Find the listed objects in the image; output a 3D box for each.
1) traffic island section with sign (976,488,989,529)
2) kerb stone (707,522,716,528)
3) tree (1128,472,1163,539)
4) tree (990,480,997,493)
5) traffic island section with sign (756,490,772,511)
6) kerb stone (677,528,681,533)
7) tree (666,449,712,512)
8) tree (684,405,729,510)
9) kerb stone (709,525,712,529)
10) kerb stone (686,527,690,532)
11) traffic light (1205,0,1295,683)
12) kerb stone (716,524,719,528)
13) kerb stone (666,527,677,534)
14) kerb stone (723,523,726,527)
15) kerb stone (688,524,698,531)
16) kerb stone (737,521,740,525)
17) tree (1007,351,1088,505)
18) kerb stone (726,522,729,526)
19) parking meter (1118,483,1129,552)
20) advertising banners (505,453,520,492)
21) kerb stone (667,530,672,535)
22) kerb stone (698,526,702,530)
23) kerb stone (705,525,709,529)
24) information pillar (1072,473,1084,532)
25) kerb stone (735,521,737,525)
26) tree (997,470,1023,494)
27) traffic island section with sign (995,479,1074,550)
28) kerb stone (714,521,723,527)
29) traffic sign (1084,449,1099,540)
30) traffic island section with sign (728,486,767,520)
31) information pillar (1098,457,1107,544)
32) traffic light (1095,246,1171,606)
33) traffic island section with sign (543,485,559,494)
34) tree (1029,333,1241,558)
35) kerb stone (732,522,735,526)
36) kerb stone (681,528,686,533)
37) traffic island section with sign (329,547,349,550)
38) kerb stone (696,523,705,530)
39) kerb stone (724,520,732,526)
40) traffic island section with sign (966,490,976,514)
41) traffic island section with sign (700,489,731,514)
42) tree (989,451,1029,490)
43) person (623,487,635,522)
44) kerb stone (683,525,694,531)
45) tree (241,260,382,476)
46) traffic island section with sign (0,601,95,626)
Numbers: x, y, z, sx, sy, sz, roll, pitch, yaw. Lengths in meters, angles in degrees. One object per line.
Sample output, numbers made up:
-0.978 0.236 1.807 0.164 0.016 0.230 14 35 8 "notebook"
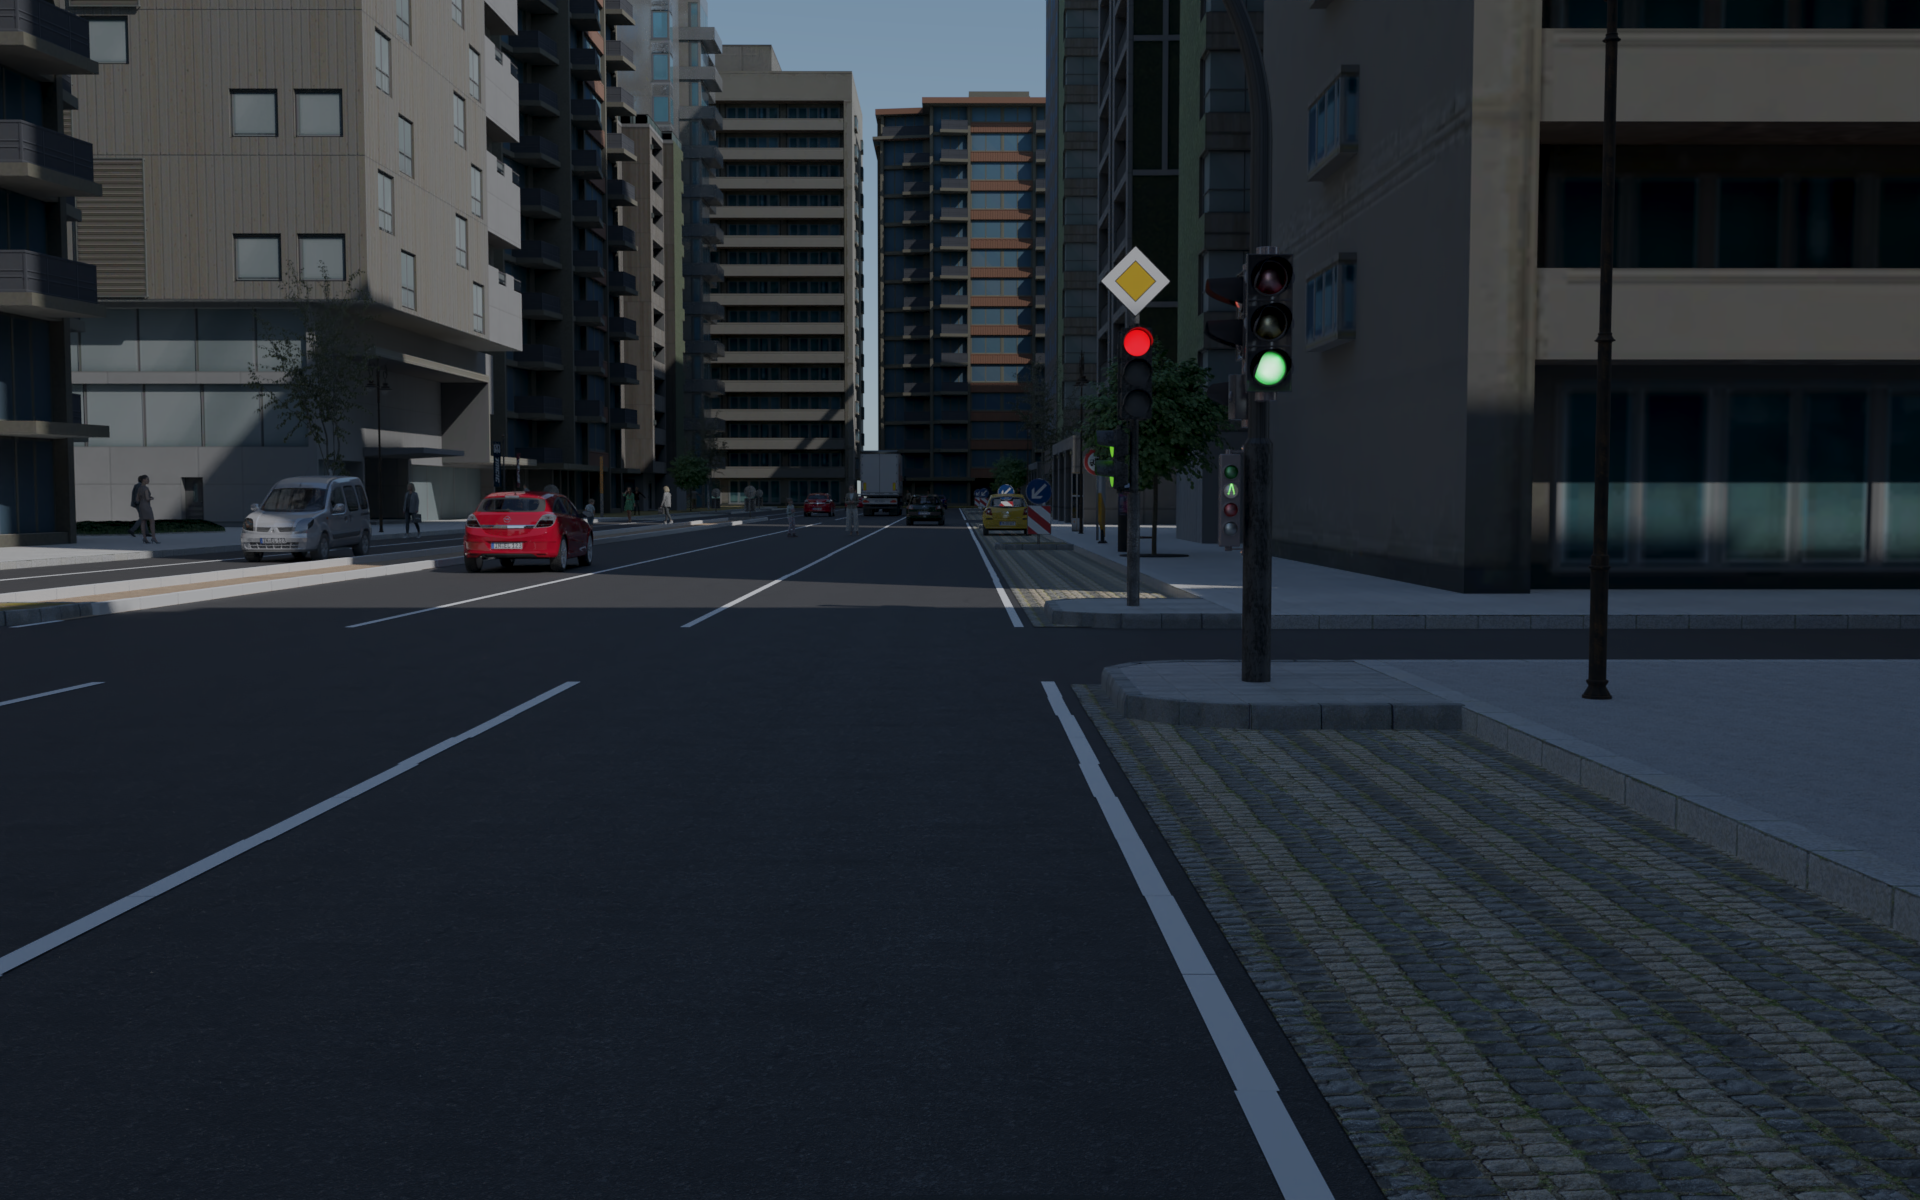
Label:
1.783 -3.868 71.864 1.989 1.847 2.006 0 4 0 "traffic island section with sign"
-10.408 -3.057 72.172 0.120 0.150 1.000 0 4 0 "kerb stone"
5.126 -3.389 50.014 1.663 3.219 1.824 0 3 0 "tree"
3.491 -10.086 159.501 1.663 3.219 1.824 0 3 0 "tree"
-17.379 -8.658 150.189 1.989 1.847 2.006 0 4 0 "traffic island section with sign"
-10.364 -2.492 62.942 0.120 0.150 1.000 0 4 0 "kerb stone"
-19.870 -8.774 127.173 4.285 4.588 4.351 0 3 0 "tree"
-20.837 -11.777 142.911 4.360 8.622 3.978 0 3 0 "tree"
-10.404 -2.990 71.150 0.120 0.150 1.000 0 4 0 "kerb stone"
-10.379 -2.616 65.009 0.120 0.150 1.000 0 4 0 "kerb stone"
-0.086 -2.261 11.641 4.771 5.953 1.251 0 4 0 "traffic light"
-10.403 -3.119 73.197 0.120 0.150 1.000 0 4 0 "kerb stone"
-10.360 -2.429 61.917 0.120 0.150 1.000 0 4 0 "kerb stone"
-10.423 -3.244 75.242 0.120 0.150 1.000 0 4 0 "kerb stone"
-10.377 -2.743 67.056 0.120 0.150 1.000 0 4 0 "kerb stone"
-10.442 -3.558 80.376 0.120 0.150 1.000 0 4 0 "kerb stone"
4.603 -8.533 89.883 4.360 8.622 3.978 0 3 0 "tree"
-10.424 -3.307 76.269 0.120 0.150 1.000 0 4 0 "kerb stone"
3.689 -1.837 38.442 0.372 1.533 0.369 0 3 0 "parking meter"
-18.820 -4.694 72.942 0.090 3.025 2.074 0 4 4 "advertising banners"
-10.349 -2.367 60.895 0.120 0.150 1.000 0 4 0 "kerb stone"
-10.387 -2.806 68.078 0.120 0.150 1.000 0 4 0 "kerb stone"
-10.393 -2.932 70.128 0.120 0.150 1.000 0 4 0 "kerb stone"
4.027 -3.349 59.240 0.304 2.012 0.304 -2 4 -33 "information pillar"
-10.432 -3.496 79.350 0.120 0.150 1.000 0 4 0 "kerb stone"
4.312 -8.927 140.555 1.663 3.219 1.824 0 3 0 "tree"
1.901 -2.219 44.909 1.989 1.847 2.006 0 4 0 "traffic island section with sign"
-10.408 -3.182 74.219 0.120 0.150 1.000 0 4 0 "kerb stone"
3.799 -2.919 47.827 0.768 2.556 0.104 0 4 4 "traffic sign"
-11.548 -5.290 94.631 2.006 1.907 1.989 0 4 0 "traffic island section with sign"
3.683 -3.274 44.878 0.183 3.616 0.504 1 4 17 "information pillar"
1.970 -1.887 19.777 0.839 4.253 0.868 0 4 0 "traffic light"
-17.042 -3.869 71.894 1.989 1.847 2.006 0 4 0 "traffic island section with sign"
4.028 -3.167 35.489 4.285 4.588 4.351 0 3 0 "tree"
-10.430 -3.433 78.327 0.120 0.150 1.000 0 4 0 "kerb stone"
-10.366 -2.555 63.973 0.120 0.150 1.000 0 4 0 "kerb stone"
-16.923 -2.204 44.670 1.989 1.847 2.006 0 4 0 "traffic island section with sign"
-10.388 -2.869 69.104 0.120 0.150 1.000 0 4 0 "kerb stone"
-10.429 -3.371 77.305 0.120 0.150 1.000 0 4 0 "kerb stone"
1.566 -6.912 121.644 1.989 1.847 2.006 0 4 0 "traffic island section with sign"
-17.265 -6.968 122.547 1.989 1.847 2.006 0 4 0 "traffic island section with sign"
3.871 -9.181 133.815 4.285 4.588 4.351 0 3 0 "tree"
-16.816 -4.856 88.145 0.600 1.795 0.529 0 4 -3 "person"
-10.380 -2.681 66.031 0.120 0.150 1.000 0 4 0 "kerb stone"
-19.773 -6.322 53.731 4.360 8.622 3.978 0 3 0 "tree"
-11.204 -0.695 19.493 2.006 1.907 1.989 0 4 0 "traffic island section with sign"
